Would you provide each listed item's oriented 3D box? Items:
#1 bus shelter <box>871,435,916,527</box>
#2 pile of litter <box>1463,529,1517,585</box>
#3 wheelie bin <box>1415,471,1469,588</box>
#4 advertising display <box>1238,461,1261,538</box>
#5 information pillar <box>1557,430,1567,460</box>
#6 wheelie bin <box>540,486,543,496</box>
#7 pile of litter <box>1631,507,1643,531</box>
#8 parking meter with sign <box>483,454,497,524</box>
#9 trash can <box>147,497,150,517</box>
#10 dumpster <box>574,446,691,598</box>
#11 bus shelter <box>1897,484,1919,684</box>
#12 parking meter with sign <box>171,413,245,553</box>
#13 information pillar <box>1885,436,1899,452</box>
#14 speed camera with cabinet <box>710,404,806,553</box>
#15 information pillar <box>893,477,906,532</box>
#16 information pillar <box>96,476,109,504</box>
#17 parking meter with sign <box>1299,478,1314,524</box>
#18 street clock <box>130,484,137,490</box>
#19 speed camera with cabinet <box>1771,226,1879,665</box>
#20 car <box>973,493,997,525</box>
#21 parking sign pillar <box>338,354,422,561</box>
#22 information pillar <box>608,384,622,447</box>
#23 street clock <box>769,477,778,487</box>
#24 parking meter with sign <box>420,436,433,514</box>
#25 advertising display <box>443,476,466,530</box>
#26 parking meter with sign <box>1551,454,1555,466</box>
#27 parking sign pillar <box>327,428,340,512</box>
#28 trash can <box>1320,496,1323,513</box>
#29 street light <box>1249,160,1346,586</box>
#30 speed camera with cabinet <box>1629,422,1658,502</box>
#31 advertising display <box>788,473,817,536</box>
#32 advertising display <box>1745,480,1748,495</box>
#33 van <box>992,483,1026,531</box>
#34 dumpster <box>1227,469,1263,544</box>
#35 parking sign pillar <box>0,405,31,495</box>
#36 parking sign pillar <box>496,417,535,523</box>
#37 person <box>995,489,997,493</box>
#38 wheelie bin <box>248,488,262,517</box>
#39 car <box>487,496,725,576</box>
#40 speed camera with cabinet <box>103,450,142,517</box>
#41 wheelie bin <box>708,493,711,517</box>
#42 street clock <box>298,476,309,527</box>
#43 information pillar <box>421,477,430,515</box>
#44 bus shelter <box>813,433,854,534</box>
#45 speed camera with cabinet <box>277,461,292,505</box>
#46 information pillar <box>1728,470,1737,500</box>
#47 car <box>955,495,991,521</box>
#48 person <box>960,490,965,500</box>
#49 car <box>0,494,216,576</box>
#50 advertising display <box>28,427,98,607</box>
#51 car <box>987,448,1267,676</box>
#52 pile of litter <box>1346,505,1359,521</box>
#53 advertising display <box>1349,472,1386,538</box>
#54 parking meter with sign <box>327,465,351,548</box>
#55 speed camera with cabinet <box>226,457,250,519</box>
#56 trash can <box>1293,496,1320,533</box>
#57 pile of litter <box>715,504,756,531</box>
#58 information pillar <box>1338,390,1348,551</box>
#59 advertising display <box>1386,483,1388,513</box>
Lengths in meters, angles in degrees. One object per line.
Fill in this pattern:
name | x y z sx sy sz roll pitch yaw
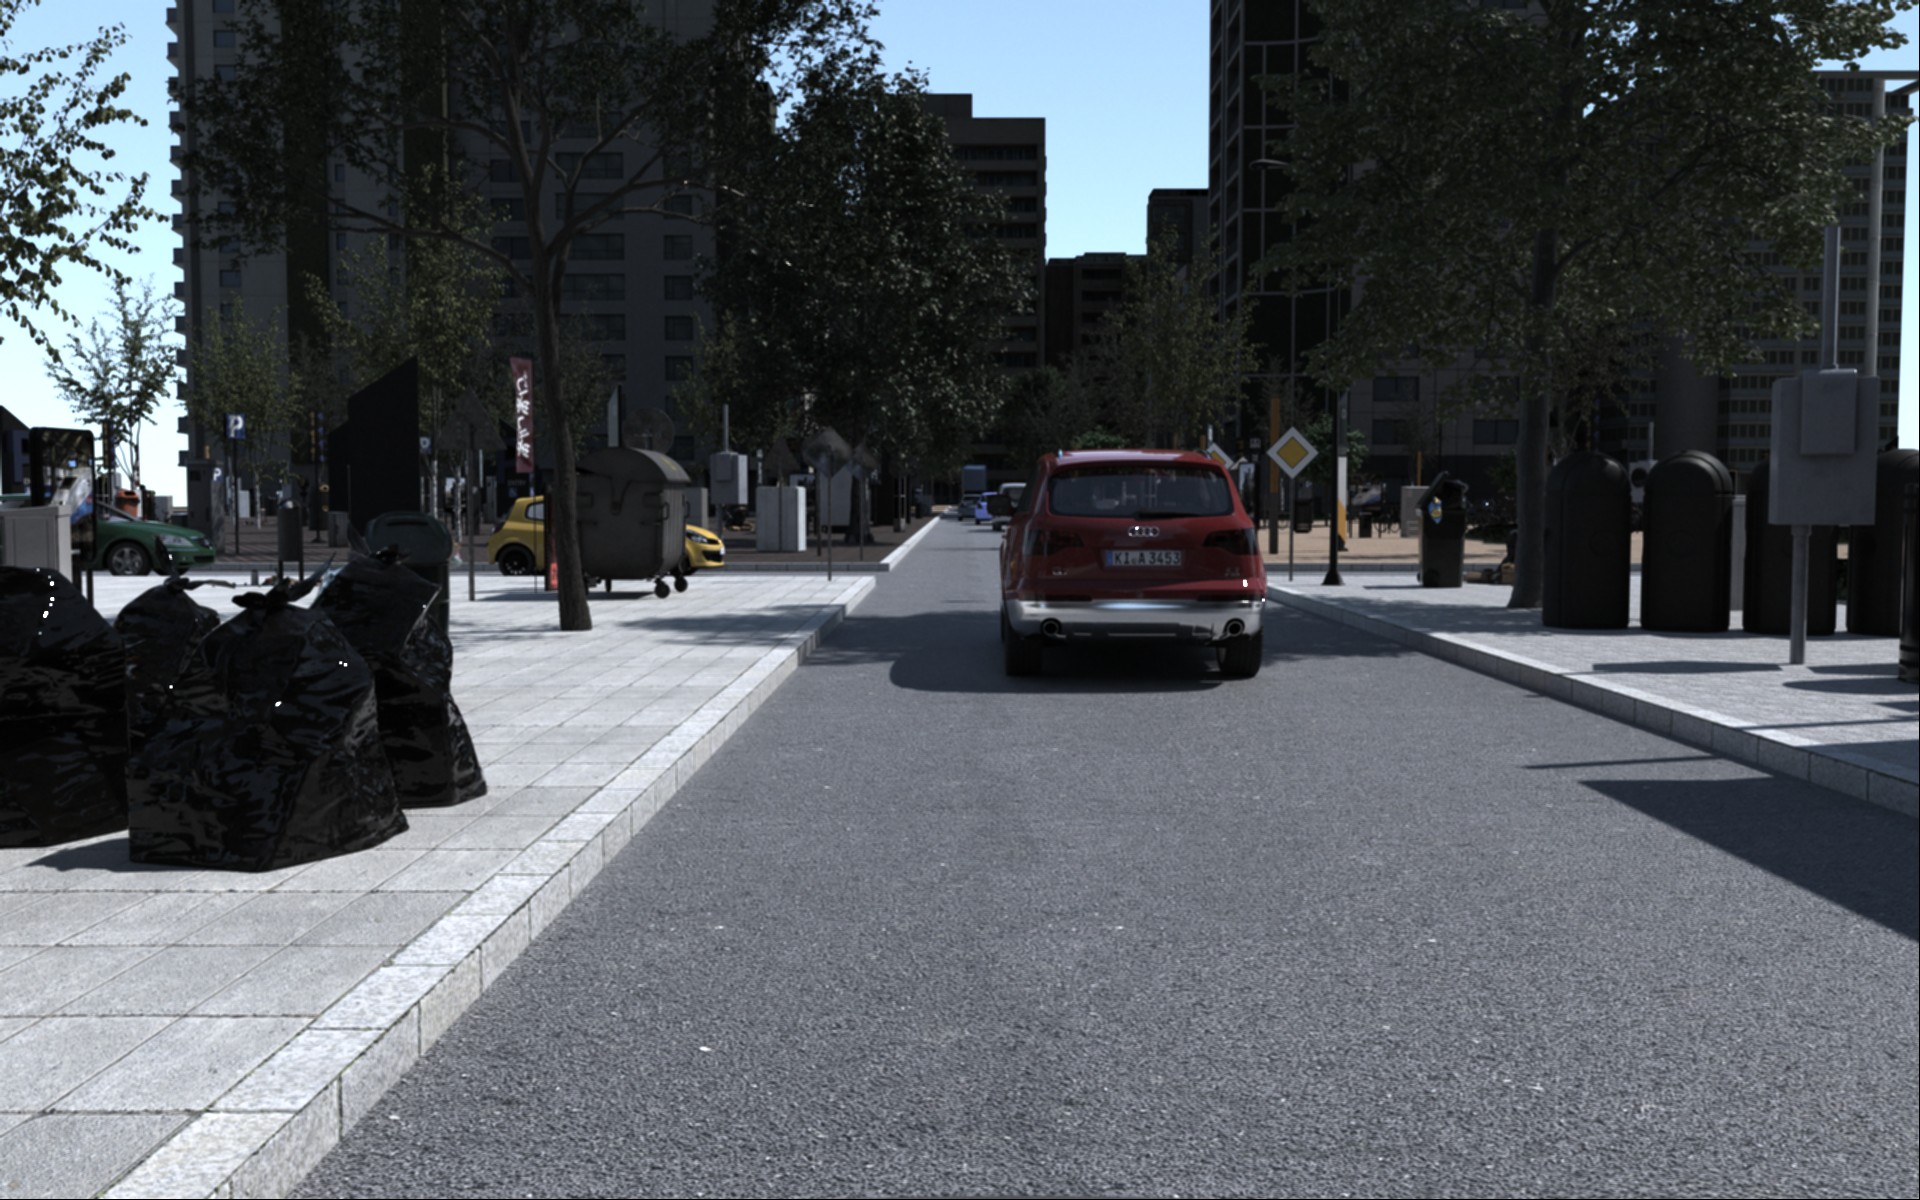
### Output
bus shelter | -2.634 -4.864 70.806 1.731 3.624 6.357 0 4 0
pile of litter | 7.846 -0.666 24.856 1.176 0.858 1.719 0 4 6
wheelie bin | 6.681 -0.984 23.990 0.693 1.594 0.980 1 4 8
advertising display | 5.755 -1.792 34.514 0.123 1.923 0.974 -1 4 -11
information pillar | 21.944 -4.399 63.272 0.504 3.616 0.183 -2 4 -34
wheelie bin | -16.082 -3.676 68.012 0.980 1.594 0.693 -2 4 -26
pile of litter | 23.075 -2.801 59.767 1.719 0.858 1.176 0 4 6
parking meter with sign | -20.088 -4.802 74.767 0.543 3.016 1.738 -3 5 -41
trash can | -38.780 -4.327 82.406 0.748 1.137 0.748 0 3 0
dumpster | -4.166 -0.989 21.922 1.264 1.857 1.865 0 4 0
bus shelter | 6.608 -1.839 7.693 2.179 5.291 8.768 0 4 0
parking meter with sign | -16.459 -2.540 37.784 1.738 3.016 0.543 1 4 20
information pillar | 37.178 -4.758 69.153 0.504 3.616 0.183 2 4 27
speed camera with cabinet | -4.455 -2.686 38.259 2.038 3.252 0.660 1 4 14
information pillar | -2.039 -3.291 58.306 0.304 2.012 0.304 -3 5 -41
information pillar | -35.183 -4.077 71.147 0.304 2.012 0.304 1 4 18
parking meter with sign | 15.116 -4.847 75.508 0.543 3.016 1.738 0 4 -7
street clock | -49.004 -6.005 102.750 0.358 2.002 0.471 -3 5 -42
speed camera with cabinet | 7.171 -1.134 12.877 2.038 3.252 0.660 1 4 19
car | 1.561 -4.400 81.524 1.945 1.707 3.694 0 3 0
parking sign pillar | -11.091 -2.748 33.407 1.447 3.967 1.447 -1 4 -15
information pillar | -7.372 -2.797 37.089 0.183 3.616 0.504 -3 4 -38
street clock | -6.878 -3.622 63.783 0.358 2.002 0.471 -1 4 -20
parking meter with sign | -16.548 -3.396 51.793 0.543 3.016 1.738 2 4 26
advertising display | -18.131 -3.495 62.361 0.974 1.923 0.123 -3 5 -43
parking meter with sign | 25.591 -4.744 73.822 0.543 3.016 1.738 1 4 11
parking sign pillar | -18.536 -3.931 52.742 1.447 3.967 1.447 -1 4 -15
trash can | 21.708 -5.738 105.471 0.748 1.137 0.748 0 3 0
street light | 4.723 -3.163 24.251 1.470 5.913 1.316 0 4 0
speed camera with cabinet | 18.494 -3.296 48.220 0.660 3.252 2.038 -2 4 -31
advertising display | -4.781 -2.907 52.739 0.974 1.923 0.123 2 4 24
advertising display | 36.807 -4.574 79.996 0.974 1.923 0.123 2 4 30
van | 2.141 -3.721 67.848 2.013 2.044 4.112 0 4 -1
dumpster | 6.429 -2.155 40.988 1.264 1.857 1.865 0 4 0
parking sign pillar | -28.729 -3.955 53.130 1.447 3.967 1.447 1 4 19
parking sign pillar | -15.527 -4.404 60.477 1.447 3.967 1.447 1 4 15
person | 2.395 -6.896 121.697 0.683 1.767 0.568 -2 4 -28
wheelie bin | -39.636 -5.466 97.277 0.693 1.594 0.980 2 4 24
car | -6.054 -1.197 29.796 3.980 1.641 2.015 0 4 1
speed camera with cabinet | -35.360 -4.811 72.996 0.660 3.252 2.038 0 4 7
wheelie bin | -14.418 -5.464 97.241 0.980 1.594 0.693 -3 4 -38
street clock | -25.870 -3.898 68.306 0.471 2.002 0.358 3 5 41
information pillar | -22.945 -4.278 74.432 0.304 2.012 0.304 -2 4 -30
bus shelter | -3.995 -3.965 58.759 2.014 3.302 5.546 0 3 0
speed camera with cabinet | -40.995 -6.769 105.006 0.660 3.252 2.038 -2 4 -30
information pillar | 23.792 -3.002 53.579 0.304 2.012 0.304 0 4 0
car | 0.761 -4.954 92.995 2.014 1.417 4.499 0 4 0
person | 0.170 -7.703 134.993 0.434 1.755 0.990 1 4 16
car | -15.133 -1.067 29.245 4.920 1.459 2.131 0 4 -1
advertising display | -8.793 -0.722 17.018 0.123 1.923 0.974 0 4 2
car | 1.376 -0.399 15.194 2.281 1.827 5.304 0 4 1
pile of litter | 19.014 -4.309 84.425 1.176 0.858 1.719 1 4 13
advertising display | 11.932 -2.796 50.930 0.974 1.923 0.123 2 4 23
parking meter with sign | -14.442 -2.797 41.999 0.543 3.016 1.738 3 5 42
speed camera with cabinet | -38.211 -5.952 91.658 0.660 3.252 2.038 -3 4 -39
trash can | 11.291 -2.781 57.118 0.748 1.137 0.748 0 3 0
pile of litter | -7.676 -2.842 60.428 1.719 0.858 1.176 1 4 17
information pillar | 8.484 -2.895 38.694 0.183 3.616 0.504 3 5 45
advertising display | 24.168 -5.745 99.152 0.123 1.923 0.974 -1 4 -19
